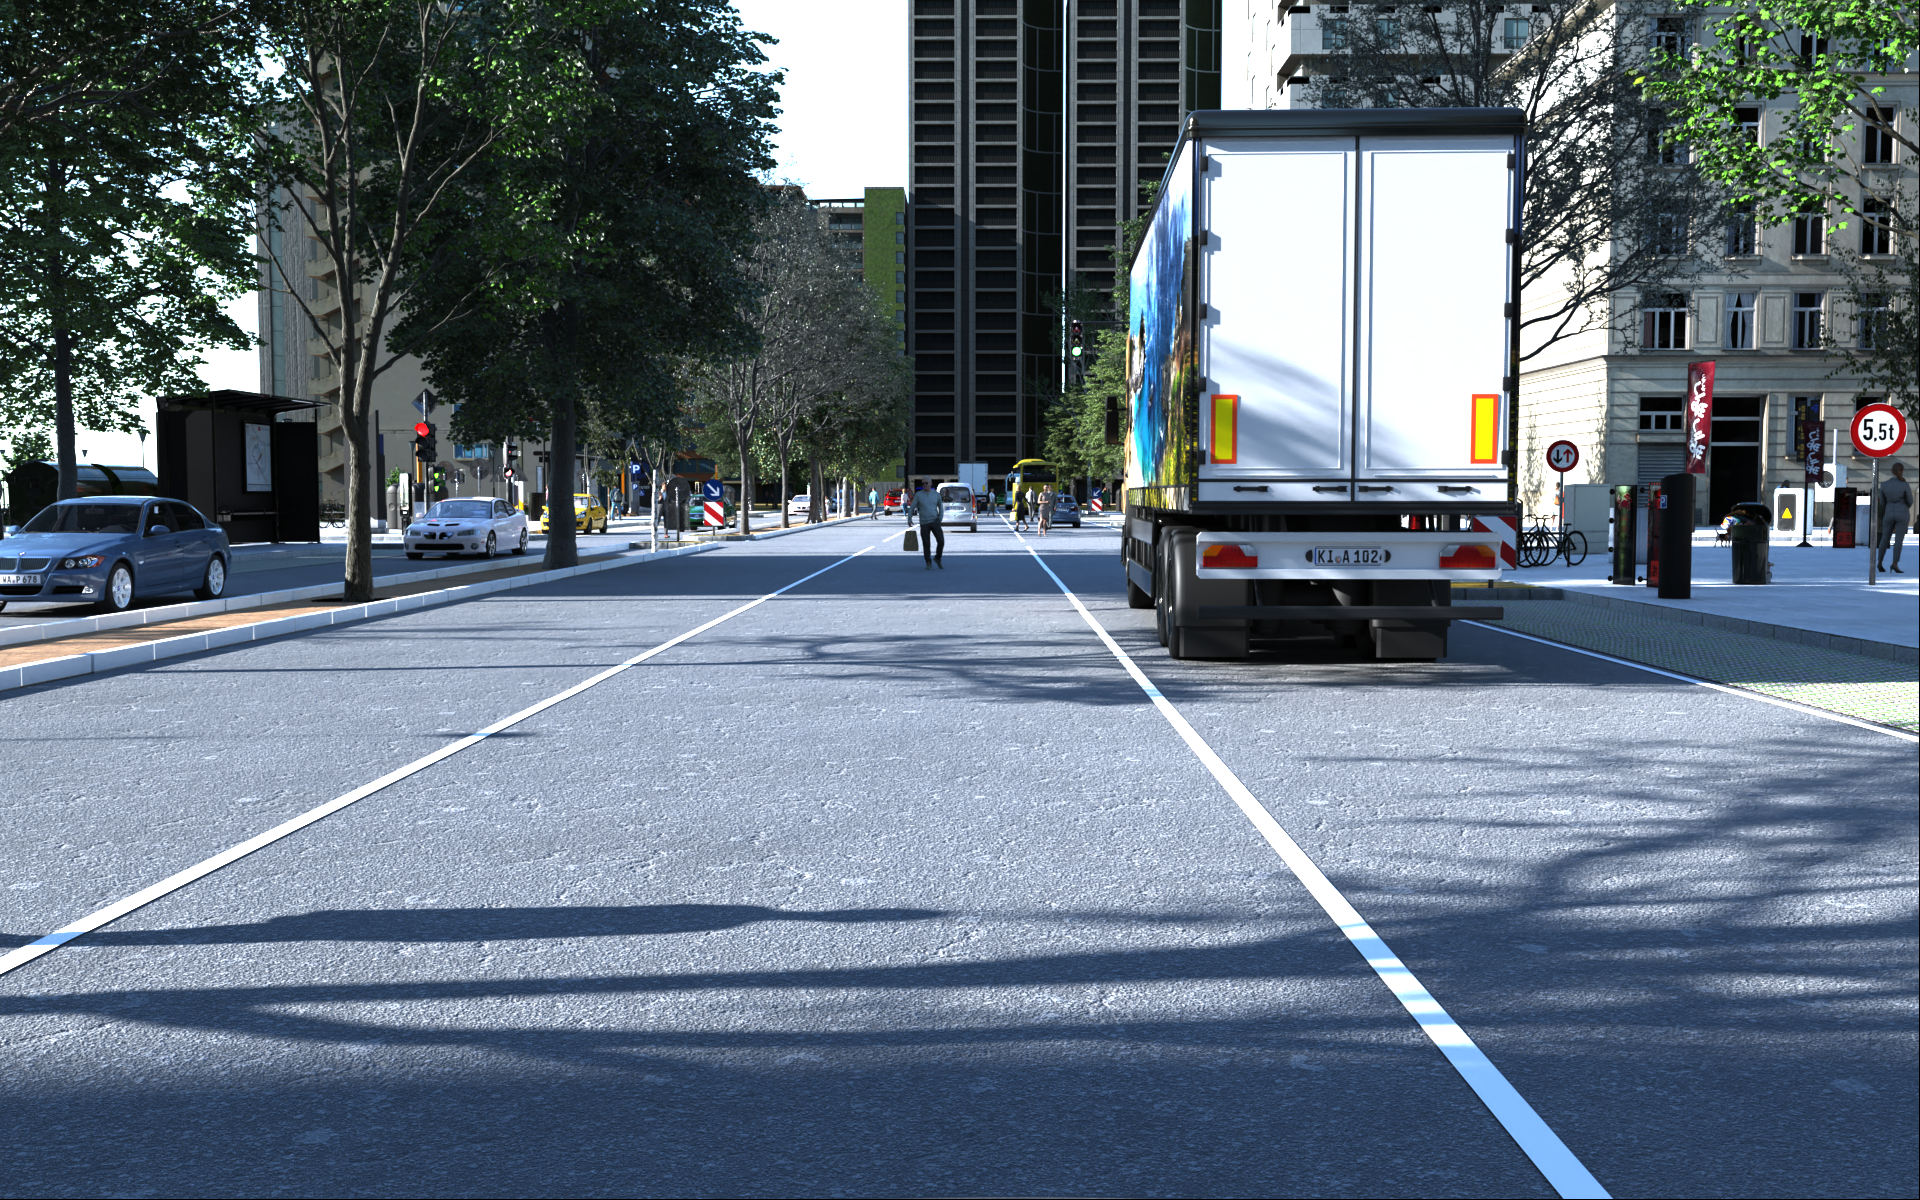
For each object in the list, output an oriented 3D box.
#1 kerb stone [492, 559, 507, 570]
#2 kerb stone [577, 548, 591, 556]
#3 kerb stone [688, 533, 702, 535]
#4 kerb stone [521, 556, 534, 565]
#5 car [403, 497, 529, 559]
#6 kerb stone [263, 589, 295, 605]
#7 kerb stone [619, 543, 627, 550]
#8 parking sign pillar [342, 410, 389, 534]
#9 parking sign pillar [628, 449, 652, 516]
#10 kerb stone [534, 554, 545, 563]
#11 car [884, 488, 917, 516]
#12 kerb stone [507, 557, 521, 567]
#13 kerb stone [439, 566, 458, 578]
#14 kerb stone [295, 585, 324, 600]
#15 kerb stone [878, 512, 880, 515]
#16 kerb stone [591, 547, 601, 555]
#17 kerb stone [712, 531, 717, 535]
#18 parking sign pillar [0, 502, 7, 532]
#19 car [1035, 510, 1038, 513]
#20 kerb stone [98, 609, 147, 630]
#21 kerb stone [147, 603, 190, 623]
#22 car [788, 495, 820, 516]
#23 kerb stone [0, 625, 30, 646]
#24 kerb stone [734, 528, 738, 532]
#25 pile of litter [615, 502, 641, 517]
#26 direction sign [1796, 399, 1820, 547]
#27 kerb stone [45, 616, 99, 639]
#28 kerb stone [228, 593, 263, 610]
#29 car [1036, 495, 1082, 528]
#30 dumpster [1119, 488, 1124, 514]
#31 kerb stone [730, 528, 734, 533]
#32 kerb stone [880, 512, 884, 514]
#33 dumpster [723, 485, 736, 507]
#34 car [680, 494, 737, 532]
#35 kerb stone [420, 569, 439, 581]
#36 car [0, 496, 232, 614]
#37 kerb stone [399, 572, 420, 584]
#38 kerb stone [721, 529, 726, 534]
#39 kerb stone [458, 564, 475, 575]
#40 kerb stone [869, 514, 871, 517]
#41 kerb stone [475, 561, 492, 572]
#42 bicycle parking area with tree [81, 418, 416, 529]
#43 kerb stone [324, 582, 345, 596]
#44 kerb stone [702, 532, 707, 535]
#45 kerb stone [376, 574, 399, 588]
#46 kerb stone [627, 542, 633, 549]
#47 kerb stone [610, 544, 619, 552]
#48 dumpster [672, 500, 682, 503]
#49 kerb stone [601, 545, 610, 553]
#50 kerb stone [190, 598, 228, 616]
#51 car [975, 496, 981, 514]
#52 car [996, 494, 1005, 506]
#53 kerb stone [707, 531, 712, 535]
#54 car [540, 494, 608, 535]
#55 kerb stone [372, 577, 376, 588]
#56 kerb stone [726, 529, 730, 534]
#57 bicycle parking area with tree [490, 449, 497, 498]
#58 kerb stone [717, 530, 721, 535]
[{"bbox_3d":[-8.855,-0.654,32.889,0.120,0.150,1.000,0,4,1],"label":"kerb stone"},{"bbox_3d":[-8.760,-1.091,40.073,0.120,0.150,1.000,0,4,1],"label":"kerb stone"},{"bbox_3d":[-8.556,-2.066,55.992,0.120,0.150,1.000,0,4,1],"label":"kerb stone"},{"bbox_3d":[-8.830,-0.780,34.951,0.120,0.150,1.000,0,4,1],"label":"kerb stone"},{"bbox_3d":[-11.224,-1.667,39.614,2.083,1.381,4.827,0,4,0],"label":"car"},{"bbox_3d":[-8.984,-0.028,22.647,0.120,0.150,1.000,0,4,1],"label":"kerb stone"},{"bbox_3d":[-8.708,-1.341,44.174,0.120,0.150,1.000,0,4,1],"label":"kerb stone"},{"bbox_3d":[-19.237,-4.128,55.961,1.447,3.967,1.447,1,4,20],"label":"parking sign pillar"},{"bbox_3d":[-19.054,-7.020,103.245,1.447,3.967,1.447,-2,4,-30],"label":"parking sign pillar"},{"bbox_3d":[-8.825,-0.840,35.974,0.120,0.150,1.000,0,4,1],"label":"kerb stone"},{"bbox_3d":[-3.960,-6.576,116.198,2.281,1.827,5.304,0,4,1],"label":"car"},{"bbox_3d":[-8.844,-0.717,33.920,0.120,0.150,1.000,0,4,1],"label":"kerb stone"},{"bbox_3d":[-8.888,-0.466,29.811,0.120,0.150,1.000,0,4,1],"label":"kerb stone"},{"bbox_3d":[-8.973,-0.089,23.673,0.120,0.150,1.000,0,4,1],"label":"kerb stone"},{"bbox_3d":[-5.663,-5.823,117.432,0.120,0.150,1.000,0,4,1],"label":"kerb stone"},{"bbox_3d":[-8.747,-1.156,41.095,0.120,0.150,1.000,0,4,1],"label":"kerb stone"},{"bbox_3d":[-8.513,-2.256,59.077,0.120,0.150,1.000,0,4,1],"label":"kerb stone"},{"bbox_3d":[-32.772,-4.248,57.924,1.447,3.967,1.447,1,4,21],"label":"parking sign pillar"},{"bbox_3d":[5.205,-7.486,134.975,1.945,1.354,3.894,0,4,0],"label":"car"},{"bbox_3d":[-9.036,0.223,18.542,0.120,0.150,1.000,0,4,1],"label":"kerb stone"},{"bbox_3d":[-9.028,0.160,19.577,0.120,0.150,1.000,0,4,1],"label":"kerb stone"},{"bbox_3d":[-10.338,-6.288,115.165,2.083,1.381,4.827,0,4,0],"label":"car"},{"bbox_3d":[-9.068,0.350,16.480,0.120,0.150,1.000,0,4,1],"label":"kerb stone"},{"bbox_3d":[-8.451,-2.566,64.198,0.120,0.150,1.000,0,4,1],"label":"kerb stone"},{"bbox_3d":[-18.853,-5.158,98.299,1.719,0.858,1.176,-2,4,-31],"label":"pile of litter"},{"bbox_3d":[20.488,-3.052,41.904,0.379,3.537,0.876,0,4,-5],"label":"direction sign"},{"bbox_3d":[-9.045,0.294,17.509,0.120,0.150,1.000,0,4,1],"label":"kerb stone"},{"bbox_3d":[-9.000,0.039,21.626,0.120,0.150,1.000,0,4,1],"label":"kerb stone"},{"bbox_3d":[4.260,-3.815,74.378,2.014,1.417,4.499,0,4,2],"label":"car"},{"bbox_3d":[11.048,-6.650,111.216,1.502,2.255,1.985,0,4,1],"label":"dumpster"},{"bbox_3d":[-8.459,-2.505,63.176,0.120,0.150,1.000,0,4,1],"label":"kerb stone"},{"bbox_3d":[-5.596,-6.067,121.523,0.120,0.150,1.000,0,4,1],"label":"kerb stone"},{"bbox_3d":[-15.609,-6.670,114.815,1.264,1.857,1.865,0,4,1],"label":"dumpster"},{"bbox_3d":[-9.776,-3.378,67.026,2.131,1.459,4.920,0,4,1],"label":"car"},{"bbox_3d":[-8.915,-0.396,28.790,0.120,0.150,1.000,0,4,1],"label":"kerb stone"},{"bbox_3d":[-10.913,-0.623,22.187,2.014,1.417,4.499,0,4,-1],"label":"car"},{"bbox_3d":[-8.924,-0.341,27.767,0.120,0.150,1.000,0,4,1],"label":"kerb stone"},{"bbox_3d":[-8.491,-2.381,61.122,0.120,0.150,1.000,0,4,1],"label":"kerb stone"},{"bbox_3d":[-8.880,-0.528,30.835,0.120,0.150,1.000,0,4,1],"label":"kerb stone"},{"bbox_3d":[-5.783,-5.256,108.210,0.120,0.150,1.000,0,4,1],"label":"kerb stone"},{"bbox_3d":[-8.868,-0.591,31.863,0.120,0.150,1.000,0,4,1],"label":"kerb stone"},{"bbox_3d":[-26.043,-4.667,63.307,9.016,4.147,8.231,2,4,28],"label":"bicycle parking area with tree"},{"bbox_3d":[-8.963,-0.153,24.696,0.120,0.150,1.000,0,4,1],"label":"kerb stone"},{"bbox_3d":[-8.538,-2.130,57.022,0.120,0.150,1.000,0,4,1],"label":"kerb stone"},{"bbox_3d":[-8.935,-0.278,26.740,0.120,0.150,1.000,0,4,1],"label":"kerb stone"},{"bbox_3d":[-8.703,-1.402,45.196,0.120,0.150,1.000,0,4,1],"label":"kerb stone"},{"bbox_3d":[-8.724,-1.282,43.152,0.120,0.150,1.000,0,4,1],"label":"kerb stone"},{"bbox_3d":[-17.650,-6.112,105.682,1.264,1.857,1.865,0,4,1],"label":"dumpster"},{"bbox_3d":[-8.737,-1.219,42.120,0.120,0.150,1.000,0,4,1],"label":"kerb stone"},{"bbox_3d":[-9.023,0.097,20.604,0.120,0.150,1.000,0,4,1],"label":"kerb stone"},{"bbox_3d":[0.589,-6.917,125.672,1.945,1.354,3.894,0,4,-1],"label":"car"},{"bbox_3d":[5.206,-11.847,202.500,1.959,1.807,4.718,0,4,2],"label":"car"},{"bbox_3d":[-8.530,-2.188,58.045,0.120,0.150,1.000,0,4,1],"label":"kerb stone"},{"bbox_3d":[-13.795,-3.162,61.930,2.015,1.641,3.980,0,4,0],"label":"car"},{"bbox_3d":[-8.944,-0.215,25.718,0.120,0.150,1.000,0,4,1],"label":"kerb stone"},{"bbox_3d":[-8.473,-2.444,62.149,0.120,0.150,1.000,0,4,1],"label":"kerb stone"},{"bbox_3d":[-31.699,-6.628,95.378,9.016,4.147,8.231,-3,5,-44],"label":"bicycle parking area with tree"},{"bbox_3d":[-8.501,-2.318,60.100,0.120,0.150,1.000,0,4,1],"label":"kerb stone"}]
